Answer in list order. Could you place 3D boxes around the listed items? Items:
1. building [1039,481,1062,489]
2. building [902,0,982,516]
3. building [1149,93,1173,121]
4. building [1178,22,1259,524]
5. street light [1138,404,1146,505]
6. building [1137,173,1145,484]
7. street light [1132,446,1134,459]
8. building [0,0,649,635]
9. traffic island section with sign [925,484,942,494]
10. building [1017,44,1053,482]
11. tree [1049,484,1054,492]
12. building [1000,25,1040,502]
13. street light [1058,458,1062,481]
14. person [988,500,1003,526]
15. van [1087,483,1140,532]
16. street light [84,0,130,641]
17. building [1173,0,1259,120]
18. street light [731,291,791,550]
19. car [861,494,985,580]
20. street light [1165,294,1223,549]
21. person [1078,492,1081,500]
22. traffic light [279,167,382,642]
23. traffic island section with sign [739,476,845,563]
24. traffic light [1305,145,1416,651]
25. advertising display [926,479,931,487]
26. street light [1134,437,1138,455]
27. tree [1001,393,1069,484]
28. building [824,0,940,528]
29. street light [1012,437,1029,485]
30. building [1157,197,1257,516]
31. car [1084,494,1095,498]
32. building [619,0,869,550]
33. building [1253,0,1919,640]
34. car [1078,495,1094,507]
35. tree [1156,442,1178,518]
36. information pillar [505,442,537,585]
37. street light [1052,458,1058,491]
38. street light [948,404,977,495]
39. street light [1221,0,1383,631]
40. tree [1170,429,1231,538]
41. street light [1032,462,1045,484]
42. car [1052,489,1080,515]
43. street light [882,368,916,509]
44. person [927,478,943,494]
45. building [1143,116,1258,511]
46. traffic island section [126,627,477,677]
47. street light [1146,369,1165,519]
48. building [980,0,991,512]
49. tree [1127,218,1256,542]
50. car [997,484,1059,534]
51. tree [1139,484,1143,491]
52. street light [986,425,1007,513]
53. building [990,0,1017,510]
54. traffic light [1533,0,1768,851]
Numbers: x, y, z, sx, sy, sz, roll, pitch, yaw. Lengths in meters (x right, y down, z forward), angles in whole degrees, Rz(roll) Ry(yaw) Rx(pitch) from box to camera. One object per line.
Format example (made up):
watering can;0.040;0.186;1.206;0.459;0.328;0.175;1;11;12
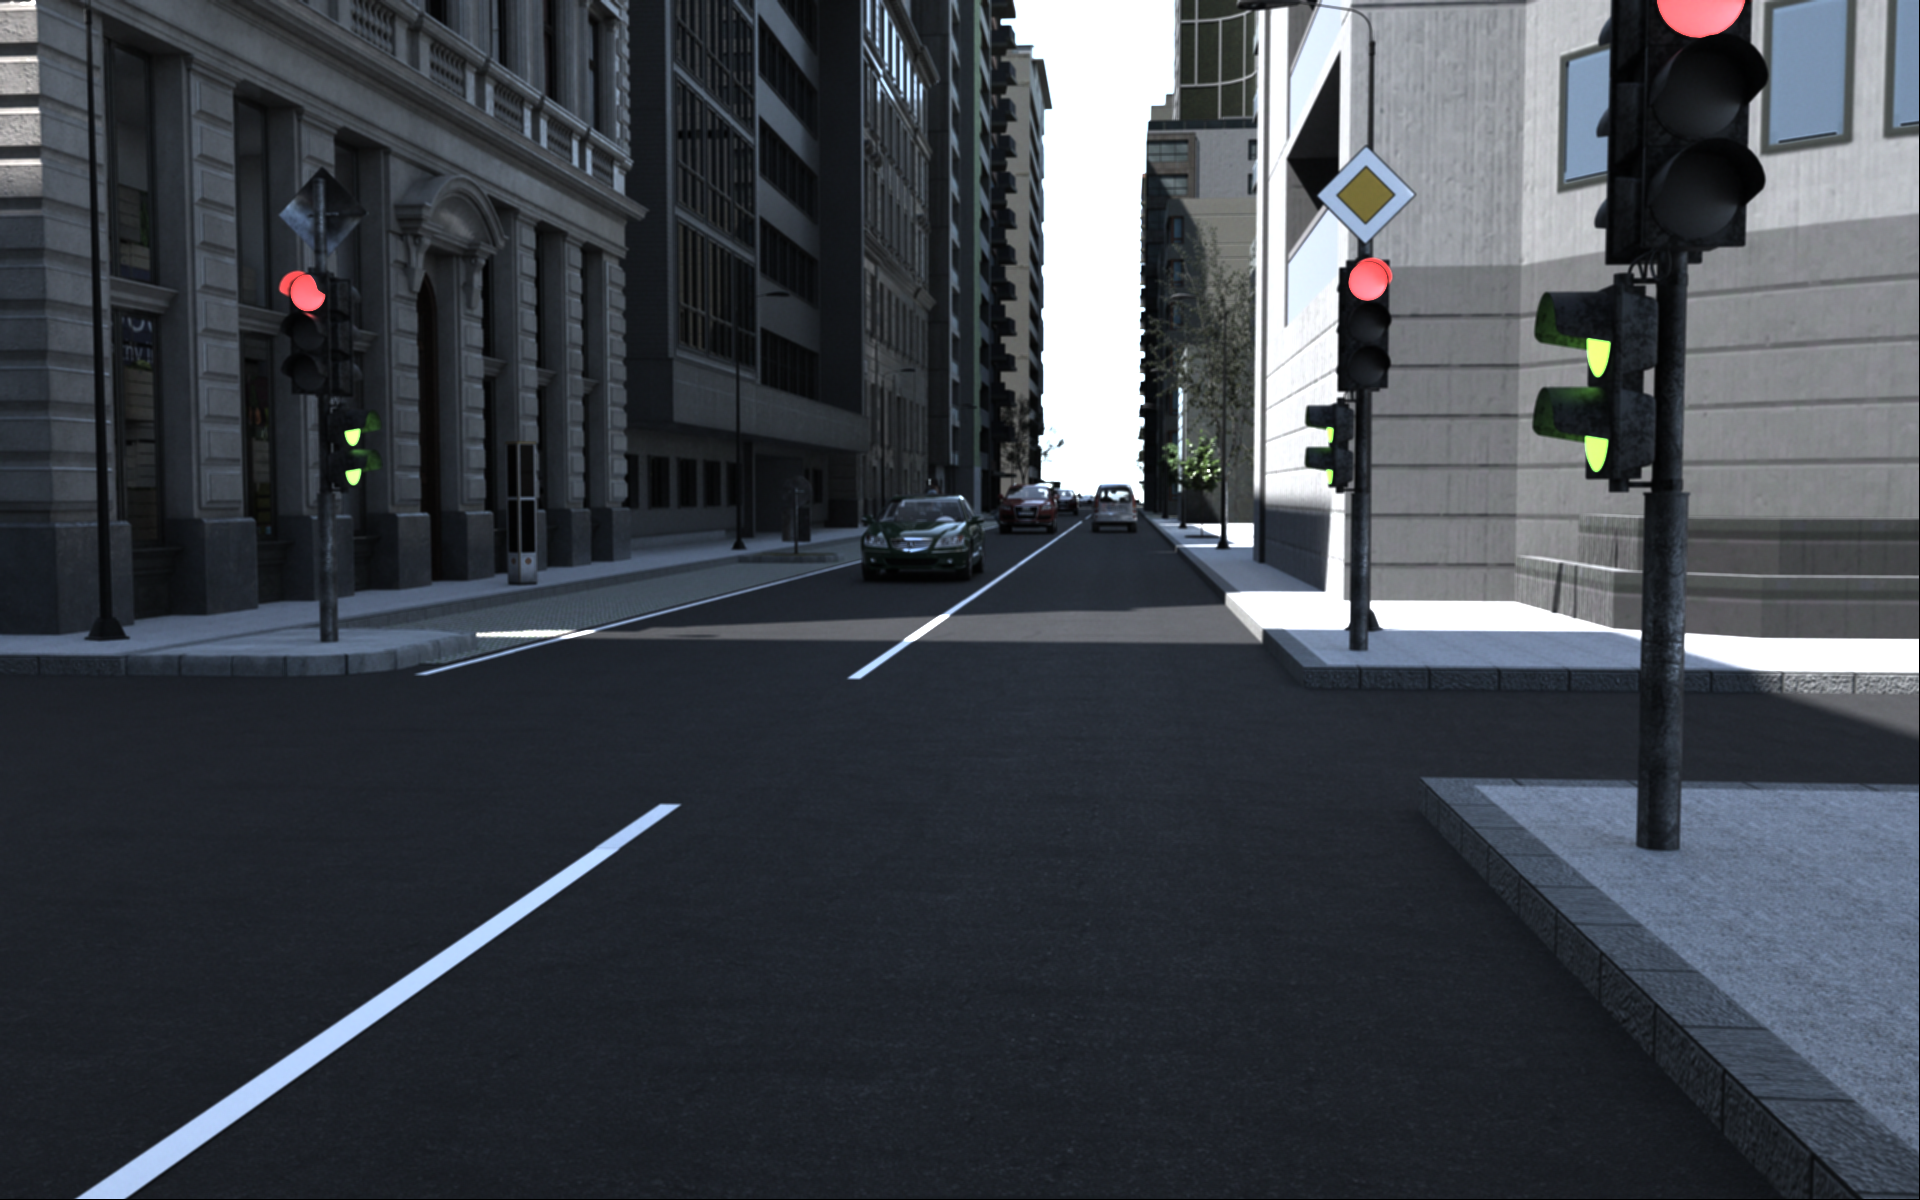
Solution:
building;-2.393;-33.264;235.740;32.217;40.220;23.993;0;4;5
building;-6.346;-25.293;97.128;14.154;41.232;14.086;0;4;5
building;33.019;-35.593;205.647;21.300;48.544;21.600;0;4;5
building;20.452;-46.118;66.693;22.319;86.520;31.000;0;4;5
street light;10.311;-7.293;91.784;1.470;5.913;1.316;0;4;5
building;34.920;-35.245;230.882;22.147;44.769;28.867;0;4;5
street light;14.994;-10.310;141.113;1.470;5.913;1.316;0;4;5
building;-12.099;-11.974;24.652;11.050;23.489;19.941;0;4;5
traffic island section with sign;-0.955;-3.375;63.804;1.989;1.847;2.006;0;4;5
building;-3.635;-37.947;209.666;28.713;52.752;27.495;0;4;5
tree;13.608;-15.582;249.369;1.663;3.219;1.824;0;3;0
building;-2.694;-34.313;184.719;21.300;48.544;21.600;0;4;5
street light;12.381;-15.283;222.418;1.470;5.913;1.316;0;4;5
person;1.761;-3.949;78.559;1.012;1.151;0.738;-2;4;-27
van;5.878;-3.618;66.160;2.013;2.044;4.112;0;4;3
street light;-6.997;-2.601;15.065;1.470;5.913;1.316;0;4;5
building;27.061;-43.667;152.208;20.563;71.187;20.611;0;4;5
street light;-4.572;-4.116;39.833;1.470;5.913;1.316;0;4;5
car;-0.586;-1.132;30.303;2.131;1.459;4.920;0;4;5
street light;5.604;-4.145;40.320;1.470;5.913;1.316;0;4;5
person;17.047;-14.528;246.697;0.551;1.740;0.621;-3;5;-42
traffic light;-5.464;-1.591;14.930;0.839;4.253;0.868;0;4;5
traffic island section with sign;-3.496;-1.711;36.598;1.989;1.847;2.006;0;4;5
traffic light;3.261;-1.542;14.136;0.839;4.253;0.868;0;4;5
advertising display;-1.374;-4.333;76.065;0.123;1.923;0.974;0;4;4
street light;12.655;-8.814;116.650;1.470;5.913;1.316;0;4;5
tree;5.990;-13.736;158.989;8.767;10.594;7.601;1;4;9
building;-8.349;-17.128;77.300;12.463;27.353;25.104;0;4;5
street light;4.788;-10.285;140.698;1.470;5.913;1.316;0;4;5
building;27.246;-16.496;114.750;27.650;21.520;28.899;0;4;5
car;16.702;-13.000;224.349;2.131;1.459;4.920;0;4;5
building;-11.783;-14.127;50.051;14.314;24.678;30.058;0;4;5
building;18.951;-29.366;22.138;28.212;58.520;21.231;0;4;5
car;14.294;-11.204;195.548;2.083;1.381;4.827;0;4;5
tree;12.398;-6.820;95.214;4.285;4.588;4.351;0;3;0
information pillar;-6.195;-1.222;24.475;0.304;2.012;0.304;3;5;41
street light;10.191;-13.810;198.329;1.470;5.913;1.316;0;4;5
street light;0.222;-7.278;91.540;1.470;5.913;1.316;0;4;5
street light;3.277;-2.673;16.243;1.470;5.913;1.316;0;4;5
tree;7.149;-3.459;51.161;1.663;3.219;1.824;0;3;0
street light;7.872;-12.329;174.123;1.470;5.913;1.316;0;4;5
car;7.100;-6.752;119.070;2.281;1.827;5.304;0;4;4
street light;-2.317;-5.604;64.164;1.470;5.913;1.316;0;4;5
person;-0.543;-1.936;40.240;0.616;1.811;0.778;-3;4;-38
building;21.585;-22.315;136.558;14.160;30.474;14.107;0;4;5
traffic island section;-5.503;0.441;15.069;2.009;0.180;2.903;0;4;5
street light;7.770;-5.619;64.411;1.470;5.913;1.316;0;4;5
building;-9.374;-30.075;115.424;21.300;48.544;21.600;0;4;5
tree;6.959;-5.840;45.851;4.360;8.622;3.978;0;3;0
car;2.567;-3.405;64.347;2.281;1.827;5.304;0;4;5
tree;19.147;-11.103;176.138;1.663;3.219;1.824;0;3;0
street light;2.472;-8.812;116.621;1.470;5.913;1.316;0;4;5
building;-6.856;-29.732;140.746;22.147;44.769;28.867;0;4;5
traffic light;2.520;-1.056;6.186;0.839;4.253;0.868;0;4;5
